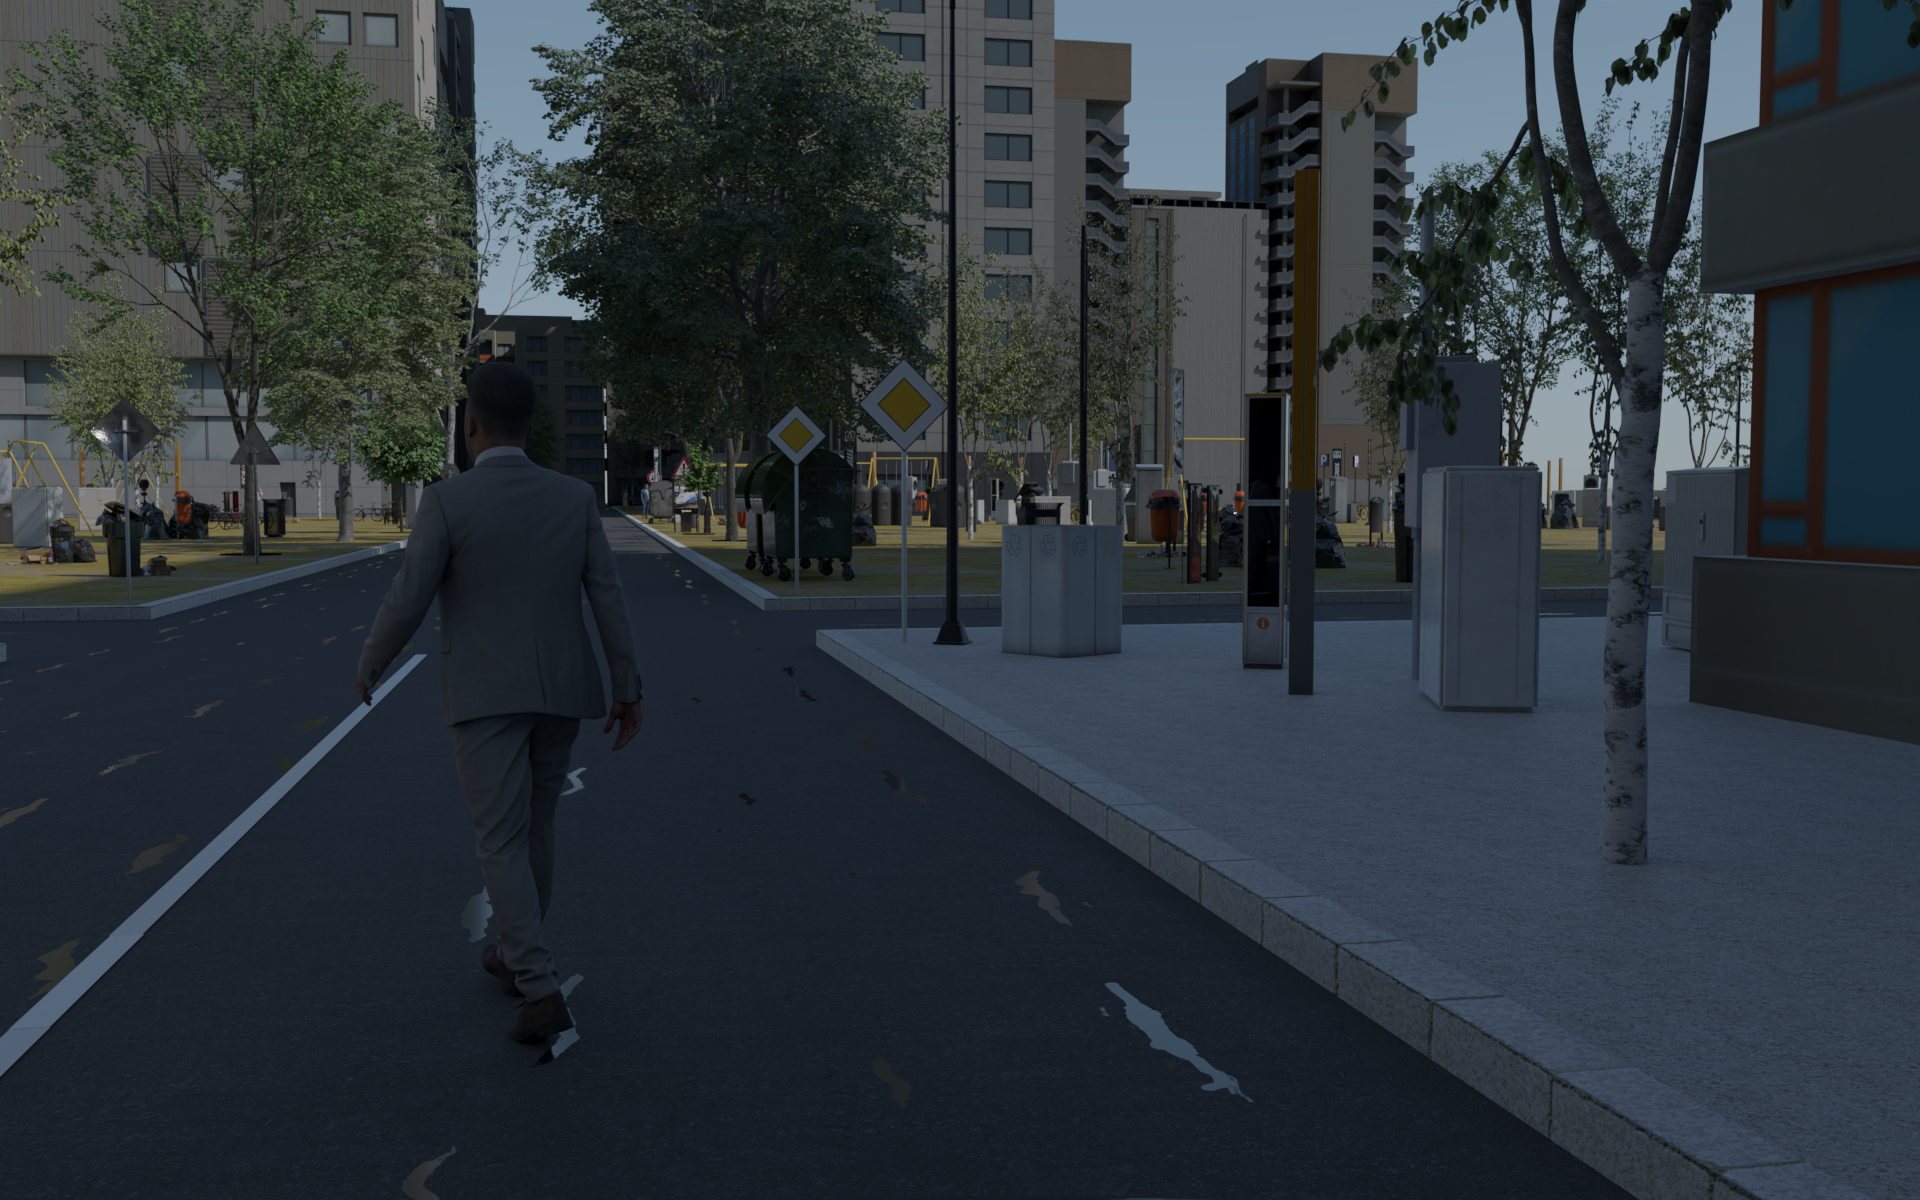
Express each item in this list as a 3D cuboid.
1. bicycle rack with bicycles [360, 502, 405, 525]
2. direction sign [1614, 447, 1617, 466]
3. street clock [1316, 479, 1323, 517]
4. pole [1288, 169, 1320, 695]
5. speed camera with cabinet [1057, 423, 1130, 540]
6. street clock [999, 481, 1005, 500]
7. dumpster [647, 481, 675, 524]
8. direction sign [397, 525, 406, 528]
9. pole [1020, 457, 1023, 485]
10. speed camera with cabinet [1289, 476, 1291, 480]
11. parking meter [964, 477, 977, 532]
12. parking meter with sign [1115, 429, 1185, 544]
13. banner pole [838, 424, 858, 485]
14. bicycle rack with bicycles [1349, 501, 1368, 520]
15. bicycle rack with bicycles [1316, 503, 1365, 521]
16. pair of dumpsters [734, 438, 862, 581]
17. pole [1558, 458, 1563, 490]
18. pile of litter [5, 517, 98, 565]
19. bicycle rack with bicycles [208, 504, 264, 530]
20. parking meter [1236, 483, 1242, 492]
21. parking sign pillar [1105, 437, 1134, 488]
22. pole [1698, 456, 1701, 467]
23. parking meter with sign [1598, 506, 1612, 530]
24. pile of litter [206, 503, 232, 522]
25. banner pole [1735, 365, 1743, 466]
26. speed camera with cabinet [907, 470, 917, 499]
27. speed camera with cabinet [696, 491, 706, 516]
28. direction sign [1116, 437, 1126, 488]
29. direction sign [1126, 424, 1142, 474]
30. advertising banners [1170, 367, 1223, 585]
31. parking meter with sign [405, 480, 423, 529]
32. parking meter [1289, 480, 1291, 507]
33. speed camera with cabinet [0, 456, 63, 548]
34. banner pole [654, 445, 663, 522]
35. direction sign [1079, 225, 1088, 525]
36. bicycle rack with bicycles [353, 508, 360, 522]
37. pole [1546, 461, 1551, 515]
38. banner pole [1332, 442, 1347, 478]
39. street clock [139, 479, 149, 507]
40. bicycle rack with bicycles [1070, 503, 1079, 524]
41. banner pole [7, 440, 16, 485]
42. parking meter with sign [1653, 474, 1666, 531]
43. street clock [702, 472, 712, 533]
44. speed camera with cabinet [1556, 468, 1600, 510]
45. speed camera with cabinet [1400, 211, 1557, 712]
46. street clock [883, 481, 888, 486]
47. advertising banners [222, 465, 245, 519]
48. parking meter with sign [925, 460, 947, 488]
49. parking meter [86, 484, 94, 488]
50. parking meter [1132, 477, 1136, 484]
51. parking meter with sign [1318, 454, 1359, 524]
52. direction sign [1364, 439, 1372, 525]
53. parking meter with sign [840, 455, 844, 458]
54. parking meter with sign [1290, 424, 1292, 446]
[{"bbox_3d":[-23.334,-3.650,73.054,2.852,0.926,2.925,0,4,-4],"label":"bicycle rack with bicycles"},{"bbox_3d":[31.794,-5.566,83.007,0.876,3.537,0.379,2,4,23],"label":"direction sign"},{"bbox_3d":[16.700,-4.657,80.711,0.358,2.002,0.471,-1,4,-13],"label":"street clock"},{"bbox_3d":[2.192,-1.051,11.031,0.158,3.312,0.155,0,3,0],"label":"pole"},{"bbox_3d":[3.767,-3.306,48.391,2.038,3.252,0.660,1,4,23],"label":"speed camera with cabinet"},{"bbox_3d":[2.253,-5.618,96.425,0.471,2.002,0.358,1,4,15],"label":"street clock"},{"bbox_3d":[-12.801,-4.209,74.584,1.264,1.857,1.865,-1,4,-12],"label":"dumpster"},{"bbox_3d":[-21.126,-4.492,65.448,0.379,3.537,0.876,3,5,42],"label":"direction sign"},{"bbox_3d":[3.408,-6.236,95.807,0.158,3.312,0.155,0,3,0],"label":"pole"},{"bbox_3d":[16.634,-5.806,89.257,2.038,3.252,0.660,-1,4,-20],"label":"speed camera with cabinet"},{"bbox_3d":[0.354,-3.233,58.563,0.399,1.863,0.255,0,4,5],"label":"parking meter"},{"bbox_3d":[4.865,-2.942,44.361,1.738,3.016,0.543,0,4,1],"label":"parking meter with sign"},{"bbox_3d":[-3.743,-4.080,56.729,0.863,3.779,0.401,1,4,18],"label":"banner pole"},{"bbox_3d":[19.979,-4.461,86.318,2.852,0.926,2.925,0,4,-2],"label":"bicycle rack with bicycles"},{"bbox_3d":[9.982,-2.337,51.584,2.852,0.926,2.925,3,5,41],"label":"bicycle rack with bicycles"},{"bbox_3d":[-2.596,-1.524,27.403,1.574,2.255,4.437,-1,4,-12],"label":"pair of dumpsters"},{"bbox_3d":[33.841,-6.348,97.631,0.158,3.312,0.155,0,3,0],"label":"pole"},{"bbox_3d":[-16.816,-1.108,32.075,1.176,0.858,1.719,3,5,43],"label":"pile of litter"},{"bbox_3d":[-26.472,-3.062,63.443,2.852,0.926,2.925,2,4,34],"label":"bicycle rack with bicycles"},{"bbox_3d":[14.767,-5.256,91.652,0.255,1.863,0.399,1,4,14],"label":"parking meter"},{"bbox_3d":[7.492,-5.689,81.494,1.447,3.967,1.447,-1,4,-16],"label":"parking sign pillar"},{"bbox_3d":[39.566,-6.049,92.752,0.158,3.312,0.155,0,3,0],"label":"pole"},{"bbox_3d":[23.854,-4.031,62.165,1.738,3.016,0.543,3,5,41],"label":"parking meter with sign"},{"bbox_3d":[-35.693,-4.214,82.866,1.176,0.858,1.719,0,4,-2],"label":"pile of litter"},{"bbox_3d":[14.990,-2.656,33.435,0.401,3.779,0.863,2,4,26],"label":"banner pole"},{"bbox_3d":[-2.773,-5.732,88.062,0.660,3.252,2.038,1,4,18],"label":"speed camera with cabinet"},{"bbox_3d":[-12.664,-5.388,82.433,0.660,3.252,2.038,1,4,11],"label":"speed camera with cabinet"},{"bbox_3d":[6.443,-4.680,68.510,0.379,3.537,0.876,-2,4,-29],"label":"direction sign"},{"bbox_3d":[5.822,-3.960,56.749,0.379,3.537,0.876,0,4,-7],"label":"direction sign"},{"bbox_3d":[3.383,-1.753,24.851,0.090,3.025,2.074,2,4,28],"label":"advertising banners"},{"bbox_3d":[-19.987,-4.114,63.517,0.543,3.016,1.738,0,4,5],"label":"parking meter with sign"},{"bbox_3d":[14.079,-4.136,73.338,0.255,1.863,0.399,-2,4,-27],"label":"parking meter"},{"bbox_3d":[-22.647,-2.892,41.613,2.038,3.252,0.660,1,4,11],"label":"speed camera with cabinet"},{"bbox_3d":[-14.082,-5.551,80.781,0.401,3.779,0.863,1,4,17],"label":"banner pole"},{"bbox_3d":[1.074,-1.412,15.080,0.379,3.537,0.876,0,4,5],"label":"direction sign"},{"bbox_3d":[-26.670,-4.156,81.332,2.925,0.926,2.852,1,4,16],"label":"bicycle rack with bicycles"},{"bbox_3d":[35.771,-6.812,105.223,0.158,3.312,0.155,0,3,0],"label":"pole"},{"bbox_3d":[18.354,-5.725,83.624,0.863,3.779,0.401,0,4,-3],"label":"banner pole"},{"bbox_3d":[-39.708,-4.878,84.317,0.358,2.002,0.471,1,4,14],"label":"street clock"},{"bbox_3d":[4.530,-4.175,81.641,2.852,0.926,2.925,0,4,-7],"label":"bicycle rack with bicycles"},{"bbox_3d":[-43.676,-5.492,79.814,0.863,3.779,0.401,3,4,38],"label":"banner pole"},{"bbox_3d":[23.794,-3.914,60.251,1.738,3.016,0.543,1,4,21],"label":"parking meter with sign"},{"bbox_3d":[-8.326,-3.208,57.015,0.358,2.002,0.471,-2,4,-29],"label":"street clock"},{"bbox_3d":[28.139,-5.186,79.131,2.038,3.252,0.660,2,4,27],"label":"speed camera with cabinet"},{"bbox_3d":[3.248,-1.023,11.069,0.660,3.252,2.038,0,4,8],"label":"speed camera with cabinet"},{"bbox_3d":[-4.152,-5.592,96.002,0.358,2.002,0.471,0,4,6],"label":"street clock"},{"bbox_3d":[-36.848,-5.616,88.015,0.090,3.025,2.074,1,4,10],"label":"advertising banners"},{"bbox_3d":[-0.854,-5.604,87.893,1.738,3.016,0.543,-1,4,-15],"label":"parking meter with sign"},{"bbox_3d":[-44.947,-5.129,89.567,0.399,1.863,0.255,0,4,-4],"label":"parking meter"},{"bbox_3d":[5.276,-2.785,51.239,0.399,1.863,0.255,1,4,15],"label":"parking meter"},{"bbox_3d":[17.128,-5.032,78.538,1.738,3.016,0.543,2,4,33],"label":"parking meter with sign"},{"bbox_3d":[16.875,-4.855,71.382,0.379,3.537,0.876,1,4,21],"label":"direction sign"},{"bbox_3d":[-5.461,-4.851,75.575,0.543,3.016,1.738,1,4,14],"label":"parking meter with sign"},{"bbox_3d":[8.045,-2.932,44.192,0.543,3.016,1.738,0,4,3],"label":"parking meter with sign"}]
